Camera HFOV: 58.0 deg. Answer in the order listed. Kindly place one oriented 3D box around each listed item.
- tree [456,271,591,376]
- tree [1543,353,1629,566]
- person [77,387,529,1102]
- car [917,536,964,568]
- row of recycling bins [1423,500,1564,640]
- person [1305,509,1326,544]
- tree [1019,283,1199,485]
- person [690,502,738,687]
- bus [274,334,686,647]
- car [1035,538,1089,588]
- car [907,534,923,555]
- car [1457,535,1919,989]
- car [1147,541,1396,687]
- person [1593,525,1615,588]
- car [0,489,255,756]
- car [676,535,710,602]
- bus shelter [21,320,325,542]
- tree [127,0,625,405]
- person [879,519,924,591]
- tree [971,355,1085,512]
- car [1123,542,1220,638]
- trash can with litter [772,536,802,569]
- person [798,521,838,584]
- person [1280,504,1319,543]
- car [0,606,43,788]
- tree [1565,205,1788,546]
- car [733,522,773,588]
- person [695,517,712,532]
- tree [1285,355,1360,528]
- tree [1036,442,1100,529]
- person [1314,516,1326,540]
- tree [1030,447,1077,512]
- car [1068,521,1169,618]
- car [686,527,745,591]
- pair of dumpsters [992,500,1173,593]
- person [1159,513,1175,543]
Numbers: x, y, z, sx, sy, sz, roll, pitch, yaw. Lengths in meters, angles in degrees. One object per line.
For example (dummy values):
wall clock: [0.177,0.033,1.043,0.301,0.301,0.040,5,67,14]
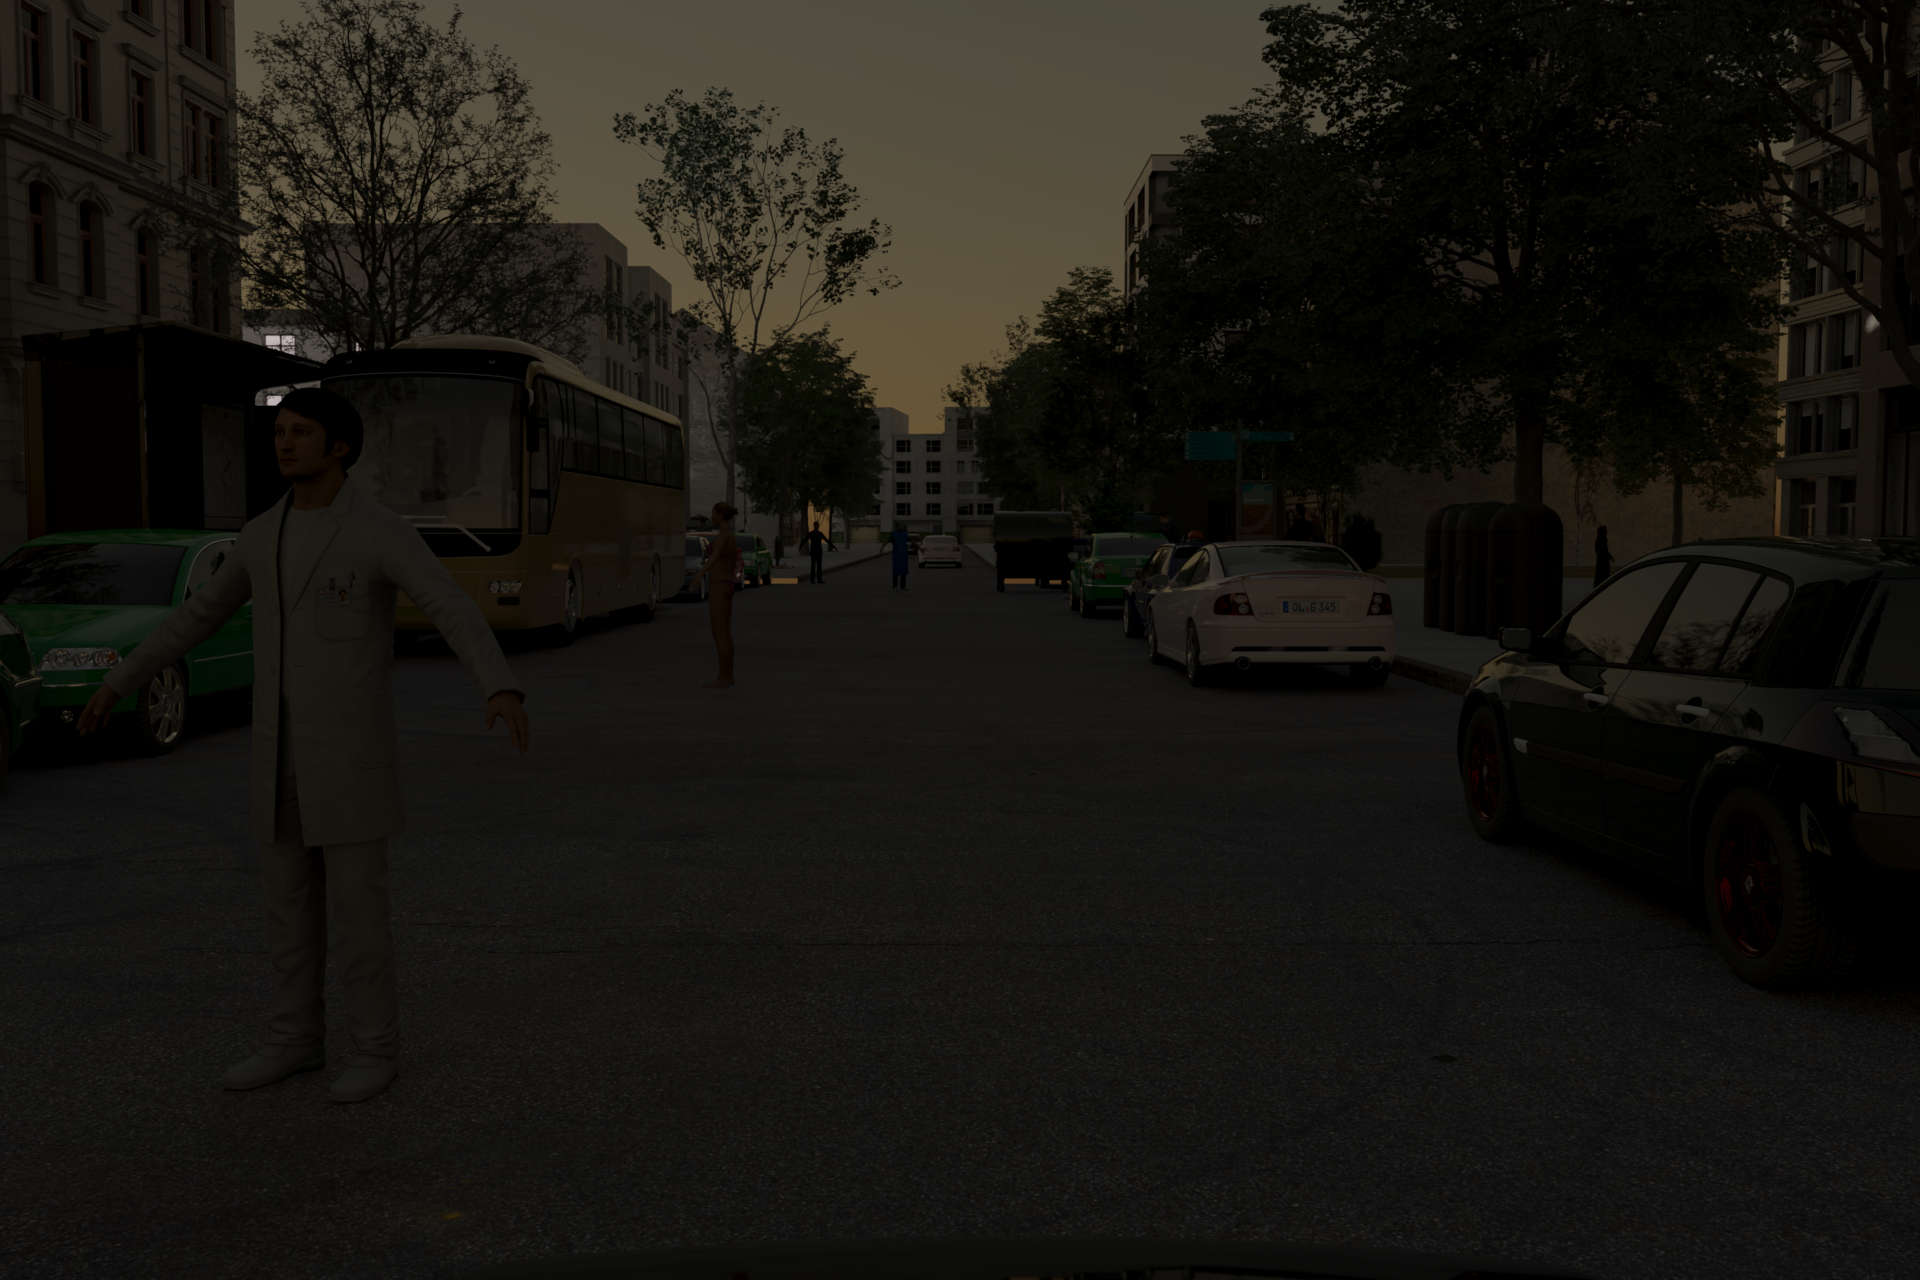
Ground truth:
tree: [-12.534,-6.038,49.082,4.737,8.622,4.395,0,3,0]
tree: [24.502,-7.261,69.087,4.360,8.622,3.978,0,3,0]
person: [-1.671,0.254,4.488,1.347,1.806,0.705,1,4,18]
car: [-0.845,-3.761,73.847,2.083,1.381,4.827,0,4,-1]
row of recycling bins: [6.794,-0.932,22.351,1.069,1.692,3.534,0,4,-1]
person: [6.569,-1.604,32.829,0.990,1.755,0.434,-2,4,-28]
tree: [5.838,-7.914,63.808,7.601,10.594,8.767,-1,4,-15]
person: [-2.318,-0.431,16.311,0.721,1.733,1.217,0,4,7]
bus: [-6.150,-2.056,25.157,2.896,3.916,12.252,0,4,0]
car: [2.944,-2.103,46.972,1.945,1.354,3.894,0,4,0]
car: [-3.091,-5.899,106.236,2.009,1.686,4.222,0,4,-1]
car: [3.304,0.179,6.858,2.009,1.686,4.222,0,4,-1]
car: [3.054,-0.324,17.652,2.083,1.381,4.827,0,4,-1]
person: [11.512,-1.326,30.890,0.599,1.438,0.989,0,4,7]
car: [-6.011,-0.230,12.563,1.959,1.807,4.718,0,4,0]
car: [-6.259,-1.582,37.874,2.014,1.417,4.499,0,3,0]
bus shelter: [-9.561,-1.887,22.143,1.731,3.624,6.357,0,4,-1]
tree: [-12.469,-7.786,37.673,12.009,13.543,11.850,0,3,0]
person: [-1.517,-2.168,44.028,1.347,1.817,0.704,-2,4,-35]
tree: [5.187,-13.195,122.394,9.857,13.997,8.962,0,3,0]
car: [3.172,-0.625,22.794,1.945,1.354,3.894,0,4,-2]
trash can with litter: [-6.675,-3.289,64.836,1.678,1.210,2.233,0,4,1]
person: [-4.152,-2.542,50.239,1.346,1.802,0.704,-3,4,-36]
person: [6.043,-1.521,30.911,1.345,1.823,0.704,-3,5,-41]
car: [-5.986,0.257,7.590,2.131,1.459,4.920,0,3,0]
tree: [24.700,-8.703,60.428,7.486,12.596,7.792,0,3,0]
car: [-6.234,-2.379,47.698,1.959,1.807,4.718,0,3,0]
person: [-7.604,-2.743,51.113,0.705,1.796,1.348,3,5,40]
tree: [13.357,-6.951,64.008,4.737,8.622,4.395,0,3,0]
tree: [6.222,-9.471,105.217,4.737,8.622,4.395,0,3,0]
person: [10.184,-2.658,49.606,0.704,1.811,1.347,-1,4,-16]
tree: [6.132,-9.822,110.956,4.737,8.622,4.395,0,3,0]
car: [2.943,-1.354,30.927,1.959,1.807,4.718,0,4,0]
car: [-6.363,-2.042,42.422,2.155,1.783,4.494,0,4,0]
pair of dumpsters: [3.019,-2.323,42.929,4.436,2.255,1.574,0,4,-1]
person: [4.695,-2.053,40.054,0.568,1.767,0.683,-1,4,-11]
